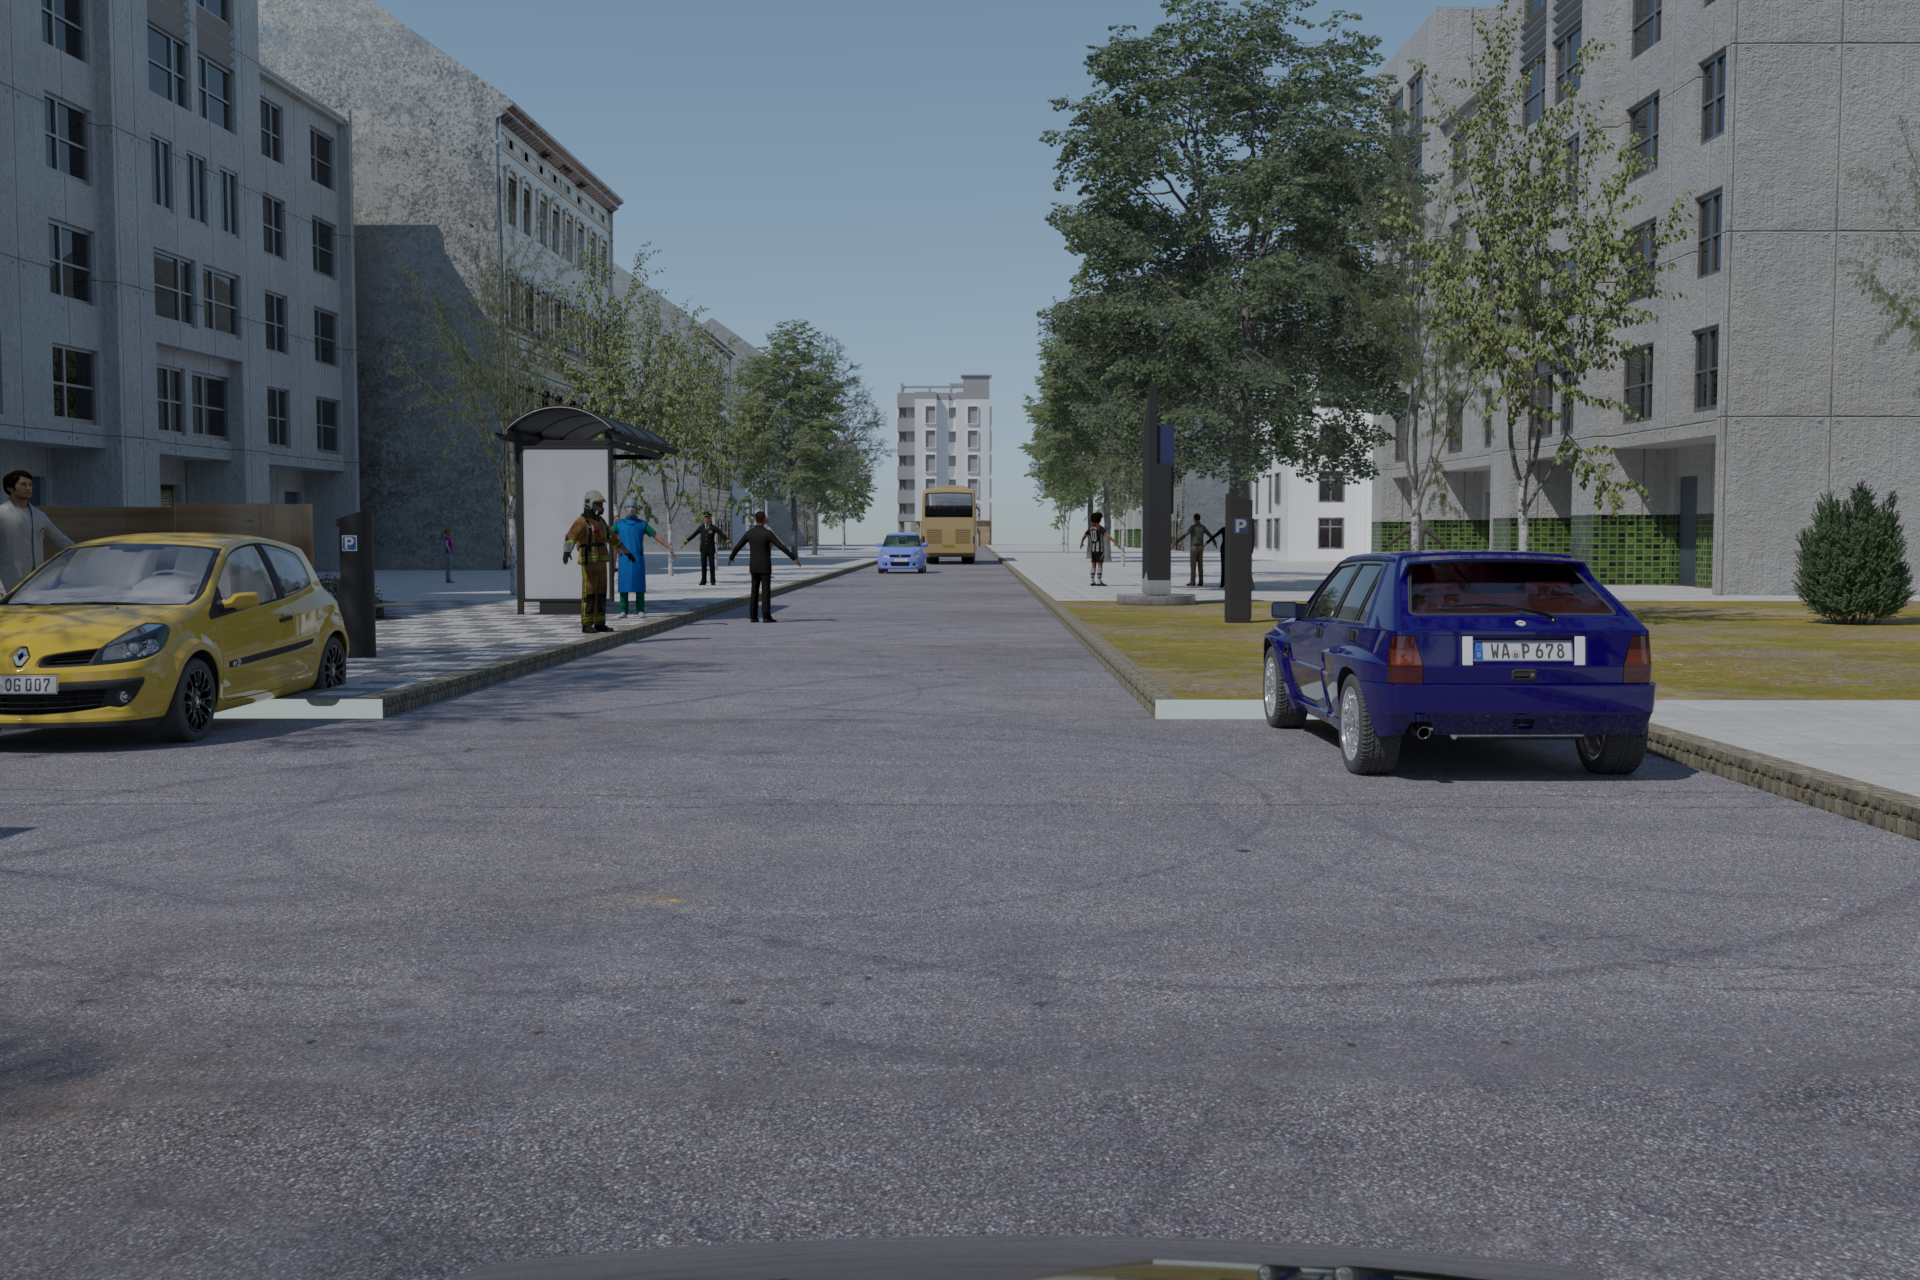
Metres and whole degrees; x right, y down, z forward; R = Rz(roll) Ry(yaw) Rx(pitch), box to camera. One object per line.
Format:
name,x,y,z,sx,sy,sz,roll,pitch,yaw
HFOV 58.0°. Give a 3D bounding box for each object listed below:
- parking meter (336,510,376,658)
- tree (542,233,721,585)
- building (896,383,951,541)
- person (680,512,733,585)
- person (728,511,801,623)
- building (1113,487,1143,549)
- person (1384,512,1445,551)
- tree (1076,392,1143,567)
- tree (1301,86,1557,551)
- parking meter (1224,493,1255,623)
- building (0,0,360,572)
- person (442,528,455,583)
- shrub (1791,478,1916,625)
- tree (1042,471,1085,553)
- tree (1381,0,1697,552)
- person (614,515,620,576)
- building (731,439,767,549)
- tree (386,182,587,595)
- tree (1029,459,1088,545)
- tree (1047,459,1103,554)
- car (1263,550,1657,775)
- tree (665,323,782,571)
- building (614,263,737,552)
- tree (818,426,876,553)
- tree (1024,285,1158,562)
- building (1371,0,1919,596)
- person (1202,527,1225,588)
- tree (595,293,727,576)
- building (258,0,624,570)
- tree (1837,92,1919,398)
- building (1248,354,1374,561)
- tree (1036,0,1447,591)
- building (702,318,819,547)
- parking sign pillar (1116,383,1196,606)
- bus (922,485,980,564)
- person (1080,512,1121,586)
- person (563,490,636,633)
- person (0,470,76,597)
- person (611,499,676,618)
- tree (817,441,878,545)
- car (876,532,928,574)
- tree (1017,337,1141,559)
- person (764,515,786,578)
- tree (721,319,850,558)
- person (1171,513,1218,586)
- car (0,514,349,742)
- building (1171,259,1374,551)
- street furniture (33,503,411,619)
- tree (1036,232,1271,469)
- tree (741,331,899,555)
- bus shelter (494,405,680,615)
parking meter,-6.284,-0.588,18.017,0.372,1.533,0.369,0,3,0
tree,-8.367,-5.682,43.261,4.737,8.622,4.395,0,3,0
building,-7.318,-21.426,209.197,11.380,20.090,16.016,0,4,-2
person,-6.313,-2.286,43.312,1.347,1.837,0.705,0,4,7
person,-3.208,-1.183,28.022,1.346,1.802,0.704,2,4,23
building,24.471,-18.392,167.160,16.747,18.905,31.486,0,4,1
person,10.083,-1.968,38.301,1.348,1.813,0.705,0,4,0
tree,6.396,-7.195,67.996,4.360,8.622,3.978,0,3,0
tree,7.536,-4.835,29.414,4.360,8.622,3.978,0,3,0
parking meter,4.041,-1.181,25.021,0.399,1.863,0.255,0,4,-1
building,-29.214,-10.809,43.182,16.747,18.905,31.486,0,4,1
person,-13.361,-2.215,45.477,0.599,1.433,0.991,-1,4,-12
shrub,12.719,-1.259,24.620,1.661,2.075,1.752,0,3,0
tree,7.350,-10.385,120.152,4.737,8.622,4.395,0,3,0
tree,7.913,-4.507,24.045,4.737,8.622,4.395,0,3,0
person,-8.224,-2.132,41.659,1.217,1.733,0.721,-1,4,-22
building,-22.361,-13.410,161.399,9.099,9.664,28.070,0,4,1
tree,-9.152,-5.247,36.151,4.360,8.622,3.978,0,3,0
tree,12.389,-17.350,209.420,9.928,11.665,9.643,0,3,0
tree,7.189,-9.994,113.767,4.737,8.622,4.395,0,3,0
car,3.160,0.056,11.660,1.945,1.354,3.894,0,4,-1
tree,-8.487,-6.729,60.374,4.737,8.622,4.395,0,3,0
building,-28.336,-18.641,135.711,19.493,23.208,18.063,0,4,0
tree,-7.883,-10.268,118.240,4.737,8.622,4.395,0,3,0
tree,6.349,-9.769,77.851,7.486,12.596,7.792,0,3,0
building,24.288,-11.299,51.201,16.747,18.905,31.486,0,4,0
person,6.355,-2.110,41.220,1.216,1.740,0.721,-1,4,-10
tree,-8.890,-6.246,52.479,4.737,8.622,4.395,0,3,0
building,-25.166,-14.617,69.910,19.493,23.208,18.063,0,4,1
tree,16.572,-4.820,29.171,4.360,8.622,3.978,0,3,0
building,20.076,-8.584,82.493,9.099,9.664,28.070,0,4,0
tree,6.287,-8.099,39.077,9.857,13.997,8.962,0,3,0
building,-25.173,-21.669,185.210,19.493,23.208,18.063,0,4,0
parking sign pillar,3.583,-2.633,31.529,1.447,3.967,1.447,0,4,1
bus,-0.436,-5.809,86.529,2.896,3.916,12.252,0,4,1
person,3.397,-2.230,42.607,0.704,1.843,1.345,-3,5,-41
person,-4.735,-1.024,22.509,0.705,1.858,1.354,2,4,29
person,-7.725,-0.496,14.297,0.705,1.806,1.347,2,4,25
person,-5.026,-1.246,26.504,1.347,1.817,0.704,-1,4,-9
tree,-13.429,-17.627,206.323,7.486,12.596,7.792,0,3,0
car,-2.121,-3.327,63.986,1.945,1.707,3.694,0,4,1
tree,6.455,-10.506,89.902,7.486,12.596,7.792,0,3,0
person,-5.611,-2.709,50.155,1.347,1.847,0.705,3,4,38
tree,-9.130,-10.625,91.852,7.486,12.596,7.792,0,3,0
person,5.849,-2.240,42.900,1.348,1.796,0.705,-2,4,-25
car,-6.086,-0.178,13.136,2.015,1.641,3.980,0,4,0
building,25.756,-18.691,136.522,19.493,23.208,18.063,0,3,0
street furniture,-12.215,-1.298,28.072,9.812,1.723,11.010,-2,4,-31
tree,5.739,-7.140,51.145,7.601,10.594,8.767,1,4,14
tree,-8.643,-11.863,104.330,12.009,13.543,11.850,0,3,0
bus shelter,-6.285,-2.204,29.967,2.014,3.302,5.546,0,3,0
